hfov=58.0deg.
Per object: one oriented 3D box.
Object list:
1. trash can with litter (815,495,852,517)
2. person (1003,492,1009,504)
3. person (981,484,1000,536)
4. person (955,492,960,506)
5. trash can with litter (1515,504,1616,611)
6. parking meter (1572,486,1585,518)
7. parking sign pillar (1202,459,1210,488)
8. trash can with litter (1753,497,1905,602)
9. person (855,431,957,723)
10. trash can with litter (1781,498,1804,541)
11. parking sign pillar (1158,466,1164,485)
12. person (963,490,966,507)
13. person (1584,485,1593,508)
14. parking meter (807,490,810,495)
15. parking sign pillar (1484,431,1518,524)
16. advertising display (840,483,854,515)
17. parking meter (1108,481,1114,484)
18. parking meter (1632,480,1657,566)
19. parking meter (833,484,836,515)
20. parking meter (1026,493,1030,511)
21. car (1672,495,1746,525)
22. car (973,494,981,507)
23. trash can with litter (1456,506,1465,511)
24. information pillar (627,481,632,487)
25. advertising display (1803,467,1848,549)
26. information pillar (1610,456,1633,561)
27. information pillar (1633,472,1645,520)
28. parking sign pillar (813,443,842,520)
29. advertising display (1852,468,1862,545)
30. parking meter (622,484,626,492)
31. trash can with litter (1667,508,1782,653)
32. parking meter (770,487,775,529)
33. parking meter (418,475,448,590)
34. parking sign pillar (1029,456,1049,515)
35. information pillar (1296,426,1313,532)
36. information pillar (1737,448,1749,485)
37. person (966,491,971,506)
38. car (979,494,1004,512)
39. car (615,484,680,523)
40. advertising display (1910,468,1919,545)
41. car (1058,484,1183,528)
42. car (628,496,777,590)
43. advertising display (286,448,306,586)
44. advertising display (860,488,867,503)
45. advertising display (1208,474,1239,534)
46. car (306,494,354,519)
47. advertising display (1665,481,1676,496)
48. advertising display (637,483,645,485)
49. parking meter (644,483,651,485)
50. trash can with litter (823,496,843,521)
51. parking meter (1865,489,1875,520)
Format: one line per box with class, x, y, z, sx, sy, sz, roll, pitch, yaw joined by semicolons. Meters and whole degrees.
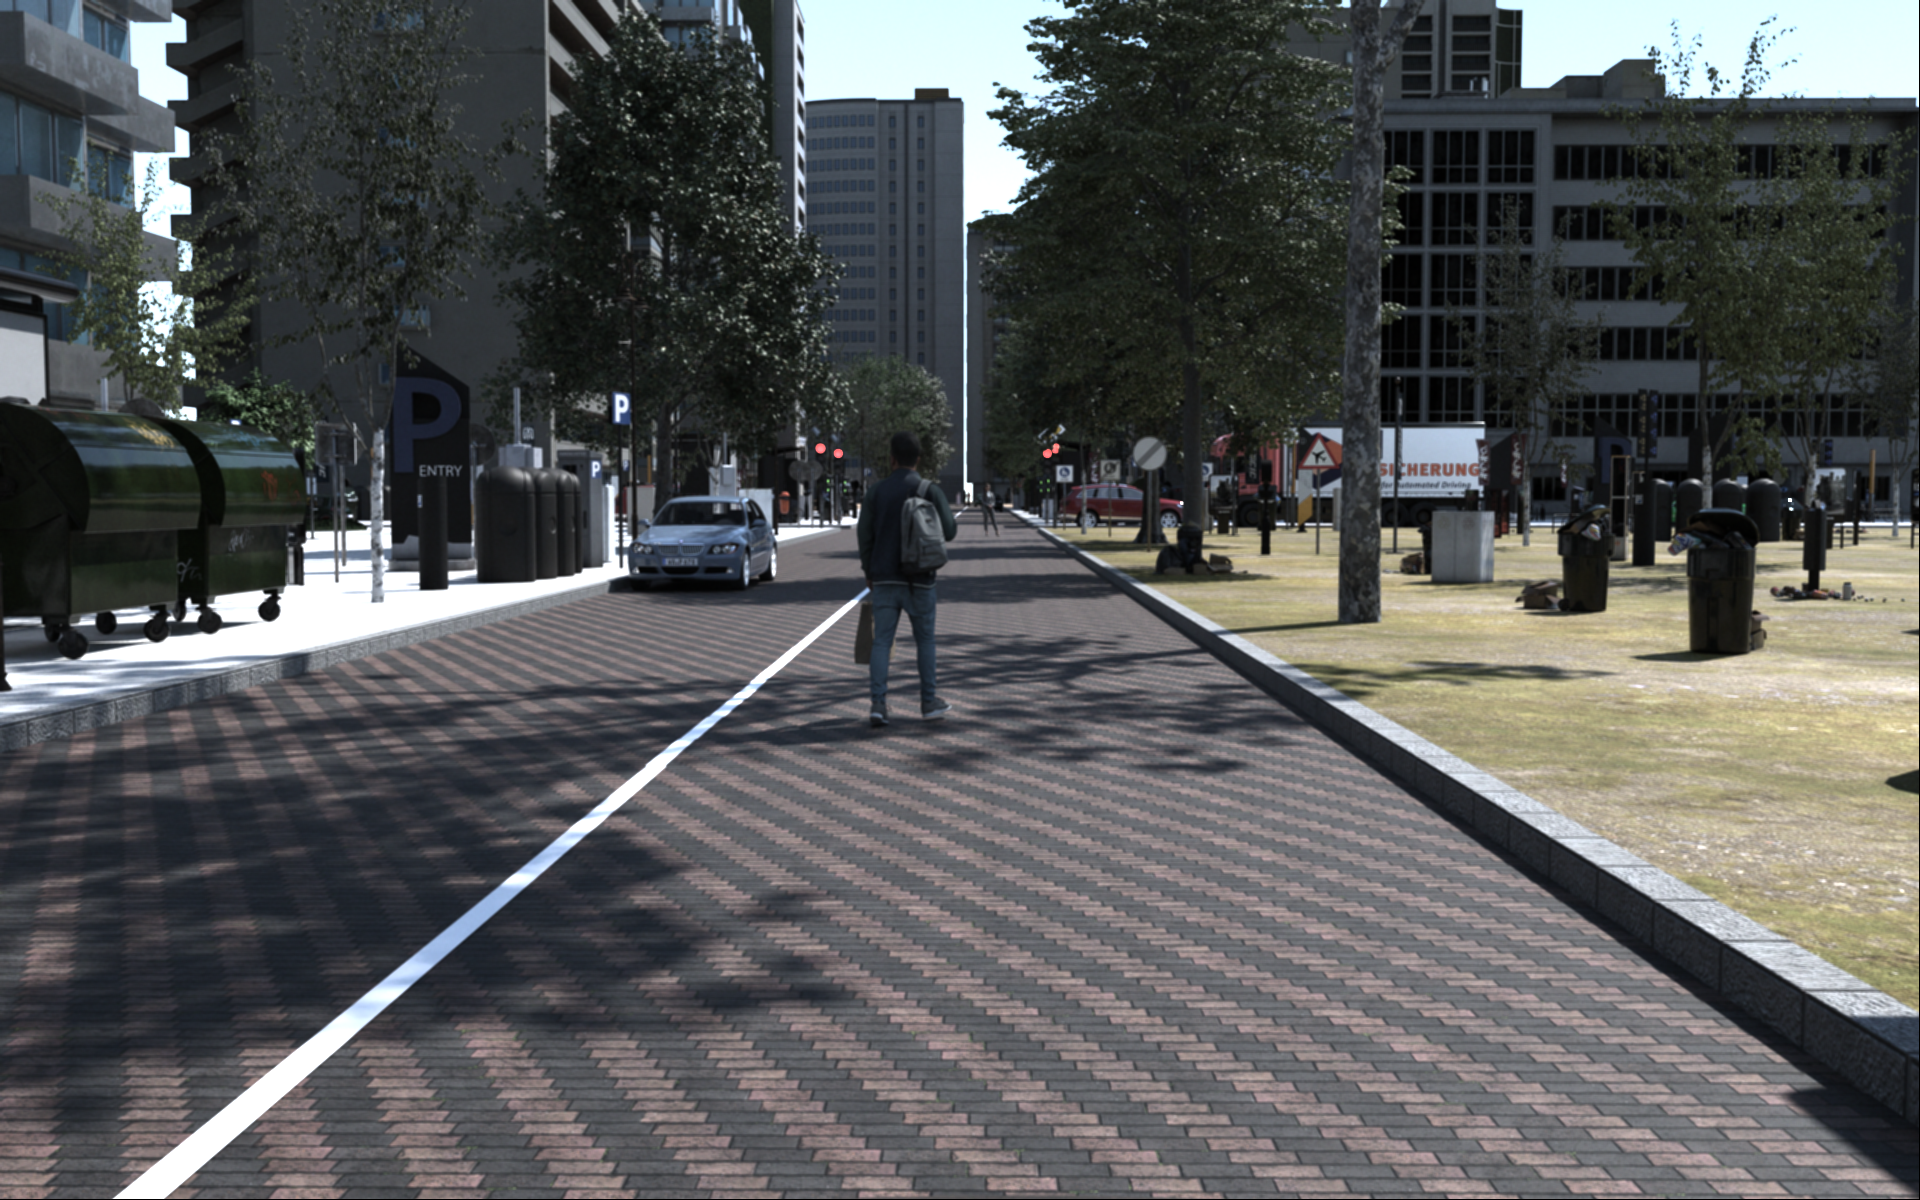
trash can with litter;-7.788;-5.869;107.019;2.233;1.210;1.678;0;4;2
person;6.059;-13.407;228.416;0.721;1.735;1.217;-3;5;-44
person;1.031;-3.080;59.135;0.520;1.790;0.573;-3;5;-39
person;-0.214;-12.394;211.805;0.621;1.740;0.551;3;5;40
trash can with litter;6.662;-0.473;19.126;0.624;1.170;1.055;-3;5;-44
parking meter;20.516;-2.999;57.442;0.372;1.533;0.369;0;3;0
parking sign pillar;14.067;-6.659;97.353;1.447;3.967;1.447;3;5;43
trash can with litter;10.799;-0.654;21.744;1.678;1.210;2.233;1;4;20
person;-0.392;-0.144;10.844;0.794;1.824;0.713;2;4;25
trash can with litter;22.978;-2.209;47.506;0.624;1.170;1.055;0;4;-6
parking sign pillar;15.418;-8.938;134.614;1.447;3.967;1.447;-1;4;-19
person;0.528;-11.616;198.058;0.705;1.869;1.348;0;4;1
person;24.548;-3.579;67.008;0.794;1.824;0.713;-3;4;-38
parking meter;-8.906;-5.735;102.175;0.372;1.533;0.369;0;3;0
parking sign pillar;23.117;-5.227;73.929;1.447;3.967;1.447;2;4;30
advertising display;-6.488;-5.717;98.683;0.974;1.923;0.123;1;4;14
parking meter;6.827;-4.447;78.424;0.255;1.863;0.399;0;4;2
parking meter;12.259;-1.383;31.021;0.372;1.533;0.369;0;3;0
parking meter;-7.379;-5.838;101.170;0.255;1.863;0.399;-3;4;-37
parking meter;5.075;-7.578;129.611;0.255;1.863;0.399;0;4;7
car;28.803;-3.664;68.696;4.718;1.807;1.959;0;4;2
car;2.529;-11.130;193.765;2.131;1.459;4.920;0;4;1
trash can with litter;40.644;-7.897;140.496;0.624;1.170;1.055;2;4;29
information pillar;-18.340;-5.612;96.253;0.304;2.012;0.304;2;4;25
advertising display;20.356;-2.174;40.760;0.974;1.923;0.123;0;4;-2
information pillar;12.675;-1.761;33.279;0.304;2.012;0.304;2;4;30
information pillar;22.442;-3.230;57.308;0.304;2.012;0.304;-3;5;-40
parking sign pillar;-6.715;-6.067;87.668;1.447;3.967;1.447;0;4;5
advertising display;22.627;-2.355;43.717;0.123;1.923;0.974;2;4;23
parking meter;-19.599;-5.859;101.506;0.255;1.863;0.399;1;4;19
trash can with litter;6.258;-0.173;14.221;0.624;1.170;1.055;3;4;37
parking meter;-6.984;-3.399;63.988;0.372;1.533;0.369;0;3;0
parking meter;-7.064;-0.905;23.216;0.372;1.533;0.369;0;3;0
parking sign pillar;5.024;-7.326;108.244;1.447;3.967;1.447;1;4;15
information pillar;11.577;-4.084;58.128;0.504;3.616;0.183;0;4;7
information pillar;36.913;-5.526;81.703;0.504;3.616;0.183;3;4;37
person;0.963;-11.769;200.856;0.705;1.831;1.348;-2;4;-35
car;2.559;-7.872;138.492;2.009;1.686;4.222;0;4;1
car;-11.154;-3.680;68.849;5.304;1.827;2.281;0;4;-1
advertising display;24.330;-2.332;43.334;0.974;1.923;0.123;1;4;14
car;6.514;-3.657;68.471;5.304;1.827;2.281;0;4;1
car;-3.982;-0.940;27.370;2.014;1.417;4.499;0;4;2
advertising display;-9.428;-1.180;24.514;0.123;1.923;0.974;-2;4;-33
advertising display;-6.982;-7.620;129.793;0.974;1.923;0.123;0;4;-1
advertising display;8.482;-3.091;55.752;0.974;1.923;0.123;0;4;-4
car;-26.317;-3.617;68.929;4.222;1.686;2.009;0;4;-1
advertising display;34.031;-4.784;83.426;0.123;1.923;0.974;-1;4;-23
advertising display;-18.651;-5.867;101.132;0.974;1.923;0.123;3;4;37
parking meter;-16.006;-5.089;88.911;0.255;1.863;0.399;-2;4;-32
trash can with litter;-6.073;-4.345;82.431;1.055;1.170;0.624;1;4;16
parking meter;43.917;-4.599;83.602;0.372;1.533;0.369;0;3;0
